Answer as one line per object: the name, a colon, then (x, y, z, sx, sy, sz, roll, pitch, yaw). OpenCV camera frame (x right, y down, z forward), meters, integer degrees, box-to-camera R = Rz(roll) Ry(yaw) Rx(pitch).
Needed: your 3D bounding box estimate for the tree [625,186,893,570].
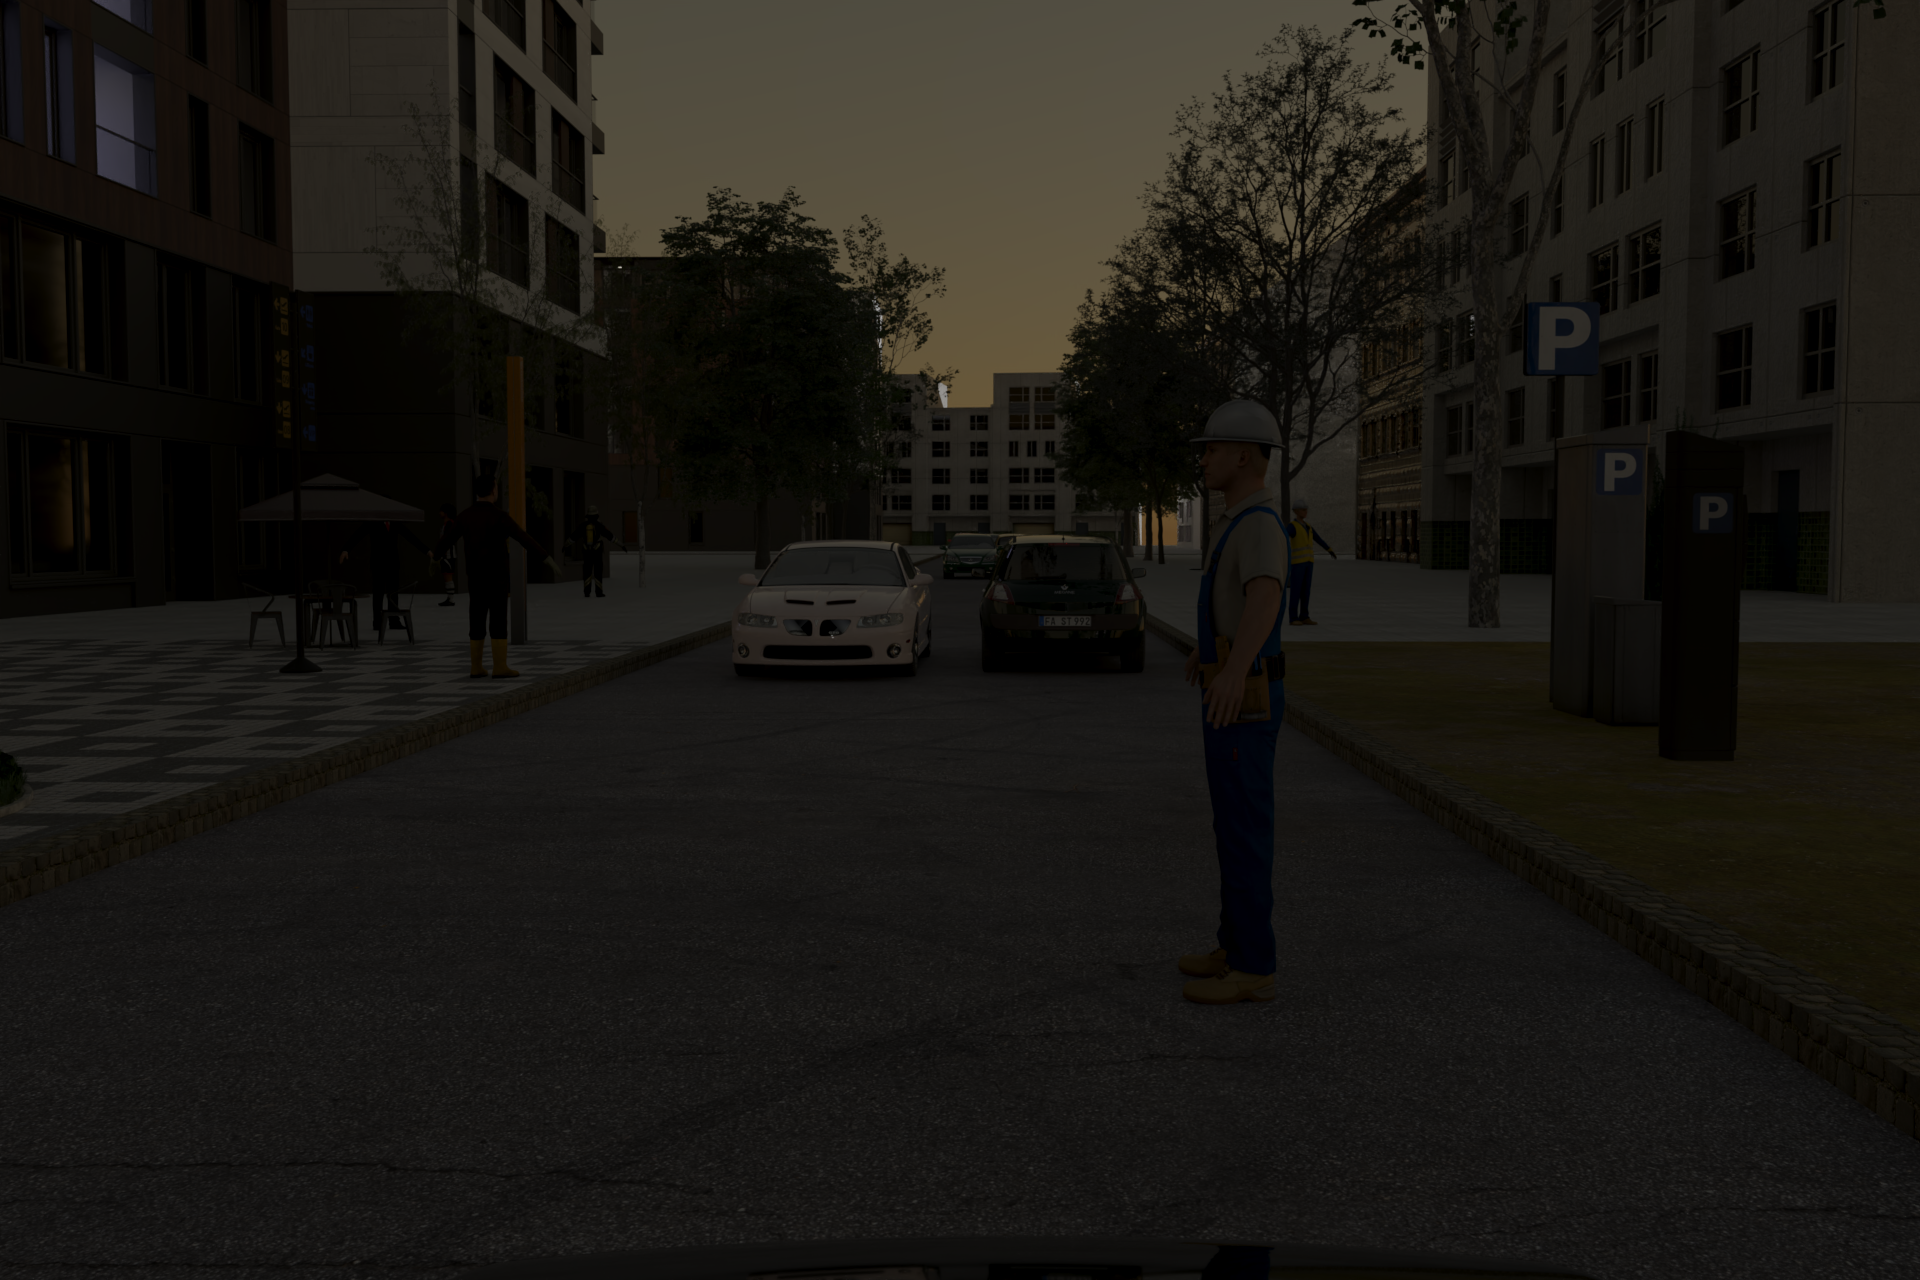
tree: (-7.242, -9.527, 62.425, 9.857, 13.997, 8.962, 0, 3, 0)

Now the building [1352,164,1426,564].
building: (28.933, -15.063, 77.214, 19.493, 23.208, 18.063, 0, 4, 2)

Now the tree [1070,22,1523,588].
tree: (7.883, -7.998, 41.133, 12.009, 13.543, 11.850, 0, 3, 0)

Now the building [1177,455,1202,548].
building: (25.150, -12.946, 153.810, 9.099, 9.664, 28.070, 0, 4, 1)

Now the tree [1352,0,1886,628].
tree: (6.771, -10.149, 21.830, 12.611, 20.169, 13.585, 0, 3, 0)

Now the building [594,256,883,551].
building: (-21.275, -18.355, 144.086, 27.936, 21.610, 32.646, 0, 4, 1)

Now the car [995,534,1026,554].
car: (2.044, -3.475, 67.040, 2.015, 1.641, 3.980, 0, 4, 0)

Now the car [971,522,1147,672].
car: (1.114, -0.586, 19.363, 2.009, 1.686, 4.222, 0, 4, 2)

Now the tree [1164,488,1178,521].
tree: (25.562, -15.187, 198.670, 4.360, 8.622, 3.978, 0, 3, 0)

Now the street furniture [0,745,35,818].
street furniture: (-7.612, 0.674, 4.612, 5.734, 0.657, 10.072, 1, 4, 16)

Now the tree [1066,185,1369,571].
tree: (8.631, -9.208, 60.919, 12.009, 13.543, 11.850, 0, 3, 0)

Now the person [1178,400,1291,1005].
person: (0.850, 0.177, 5.421, 0.705, 1.847, 1.347, 0, 4, 5)

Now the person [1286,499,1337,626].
person: (4.849, -1.093, 24.335, 1.216, 1.772, 0.721, -3, 4, -37)

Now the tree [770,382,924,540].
tree: (-6.376, -9.771, 94.168, 8.767, 10.594, 7.601, -1, 4, -11)

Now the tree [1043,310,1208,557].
tree: (9.236, -11.530, 95.164, 9.857, 13.997, 8.962, 0, 3, 0)

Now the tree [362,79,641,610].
tree: (-8.260, -4.810, 29.014, 4.360, 8.622, 3.978, 0, 3, 0)

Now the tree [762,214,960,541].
tree: (-6.254, -15.273, 105.601, 12.611, 20.169, 13.585, 0, 3, 0)

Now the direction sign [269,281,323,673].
direction sign: (-6.138, -1.469, 16.022, 0.379, 3.537, 0.876, 0, 4, 3)

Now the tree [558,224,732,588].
tree: (-7.694, -5.581, 41.606, 4.360, 8.622, 3.978, 0, 3, 0)

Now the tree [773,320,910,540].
tree: (-6.327, -9.697, 84.297, 9.928, 11.665, 9.643, 0, 3, 0)

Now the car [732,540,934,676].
car: (-1.304, -0.404, 18.967, 2.083, 1.381, 4.827, 0, 4, 2)

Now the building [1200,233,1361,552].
building: (28.562, -18.301, 130.152, 19.493, 23.208, 18.063, 0, 4, 1)

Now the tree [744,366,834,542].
tree: (-6.465, -7.540, 73.645, 4.360, 8.622, 3.978, 0, 3, 0)

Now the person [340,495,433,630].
person: (-7.672, -1.038, 23.159, 1.347, 1.806, 0.705, -3, 5, -44)

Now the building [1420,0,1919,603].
building: (25.004, -11.061, 47.312, 16.747, 18.905, 31.486, 0, 4, 1)

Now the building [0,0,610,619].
building: (-24.675, -11.653, 34.500, 27.936, 21.610, 32.646, 0, 4, 2)

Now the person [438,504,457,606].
person: (-9.169, -1.514, 30.906, 0.704, 1.843, 1.345, -1, 4, -19)

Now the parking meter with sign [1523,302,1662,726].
parking meter with sign: (4.529, -0.981, 12.293, 0.543, 3.016, 1.738, 0, 3, 0)

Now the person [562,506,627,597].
person: (-7.457, -1.801, 35.225, 1.354, 1.856, 0.705, 0, 4, 4)

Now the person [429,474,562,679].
person: (-4.193, -0.569, 15.443, 1.346, 1.812, 0.704, 1, 4, 18)

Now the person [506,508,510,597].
person: (-9.122, -1.791, 35.253, 0.705, 1.833, 1.349, 1, 4, 11)

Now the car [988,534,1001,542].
car: (1.681, -5.133, 95.729, 2.131, 1.459, 4.920, 0, 4, 1)

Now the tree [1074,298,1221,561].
tree: (9.165, -10.123, 83.636, 7.486, 12.596, 7.792, 0, 3, 0)

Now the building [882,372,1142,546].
building: (4.670, -20.060, 196.890, 31.486, 18.905, 16.747, 0, 4, 7)

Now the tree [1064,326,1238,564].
tree: (8.619, -8.514, 73.611, 8.767, 10.594, 7.601, 0, 4, 5)

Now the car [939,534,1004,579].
car: (0.412, -2.747, 56.710, 2.131, 1.459, 4.920, 0, 4, 2)

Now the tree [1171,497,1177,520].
tree: (25.526, -14.836, 192.928, 4.360, 8.622, 3.978, 0, 3, 0)

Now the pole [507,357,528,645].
pole: (-5.121, -1.601, 20.027, 0.158, 3.312, 0.155, 0, 3, 0)

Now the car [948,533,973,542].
car: (0.347, -5.789, 103.688, 2.155, 1.783, 4.494, 0, 4, 2)

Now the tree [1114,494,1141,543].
tree: (9.771, -9.482, 105.388, 4.737, 8.622, 4.395, 0, 3, 0)

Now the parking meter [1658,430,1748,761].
parking meter: (4.230, -0.254, 9.858, 0.399, 1.863, 0.255, 0, 4, 0)
